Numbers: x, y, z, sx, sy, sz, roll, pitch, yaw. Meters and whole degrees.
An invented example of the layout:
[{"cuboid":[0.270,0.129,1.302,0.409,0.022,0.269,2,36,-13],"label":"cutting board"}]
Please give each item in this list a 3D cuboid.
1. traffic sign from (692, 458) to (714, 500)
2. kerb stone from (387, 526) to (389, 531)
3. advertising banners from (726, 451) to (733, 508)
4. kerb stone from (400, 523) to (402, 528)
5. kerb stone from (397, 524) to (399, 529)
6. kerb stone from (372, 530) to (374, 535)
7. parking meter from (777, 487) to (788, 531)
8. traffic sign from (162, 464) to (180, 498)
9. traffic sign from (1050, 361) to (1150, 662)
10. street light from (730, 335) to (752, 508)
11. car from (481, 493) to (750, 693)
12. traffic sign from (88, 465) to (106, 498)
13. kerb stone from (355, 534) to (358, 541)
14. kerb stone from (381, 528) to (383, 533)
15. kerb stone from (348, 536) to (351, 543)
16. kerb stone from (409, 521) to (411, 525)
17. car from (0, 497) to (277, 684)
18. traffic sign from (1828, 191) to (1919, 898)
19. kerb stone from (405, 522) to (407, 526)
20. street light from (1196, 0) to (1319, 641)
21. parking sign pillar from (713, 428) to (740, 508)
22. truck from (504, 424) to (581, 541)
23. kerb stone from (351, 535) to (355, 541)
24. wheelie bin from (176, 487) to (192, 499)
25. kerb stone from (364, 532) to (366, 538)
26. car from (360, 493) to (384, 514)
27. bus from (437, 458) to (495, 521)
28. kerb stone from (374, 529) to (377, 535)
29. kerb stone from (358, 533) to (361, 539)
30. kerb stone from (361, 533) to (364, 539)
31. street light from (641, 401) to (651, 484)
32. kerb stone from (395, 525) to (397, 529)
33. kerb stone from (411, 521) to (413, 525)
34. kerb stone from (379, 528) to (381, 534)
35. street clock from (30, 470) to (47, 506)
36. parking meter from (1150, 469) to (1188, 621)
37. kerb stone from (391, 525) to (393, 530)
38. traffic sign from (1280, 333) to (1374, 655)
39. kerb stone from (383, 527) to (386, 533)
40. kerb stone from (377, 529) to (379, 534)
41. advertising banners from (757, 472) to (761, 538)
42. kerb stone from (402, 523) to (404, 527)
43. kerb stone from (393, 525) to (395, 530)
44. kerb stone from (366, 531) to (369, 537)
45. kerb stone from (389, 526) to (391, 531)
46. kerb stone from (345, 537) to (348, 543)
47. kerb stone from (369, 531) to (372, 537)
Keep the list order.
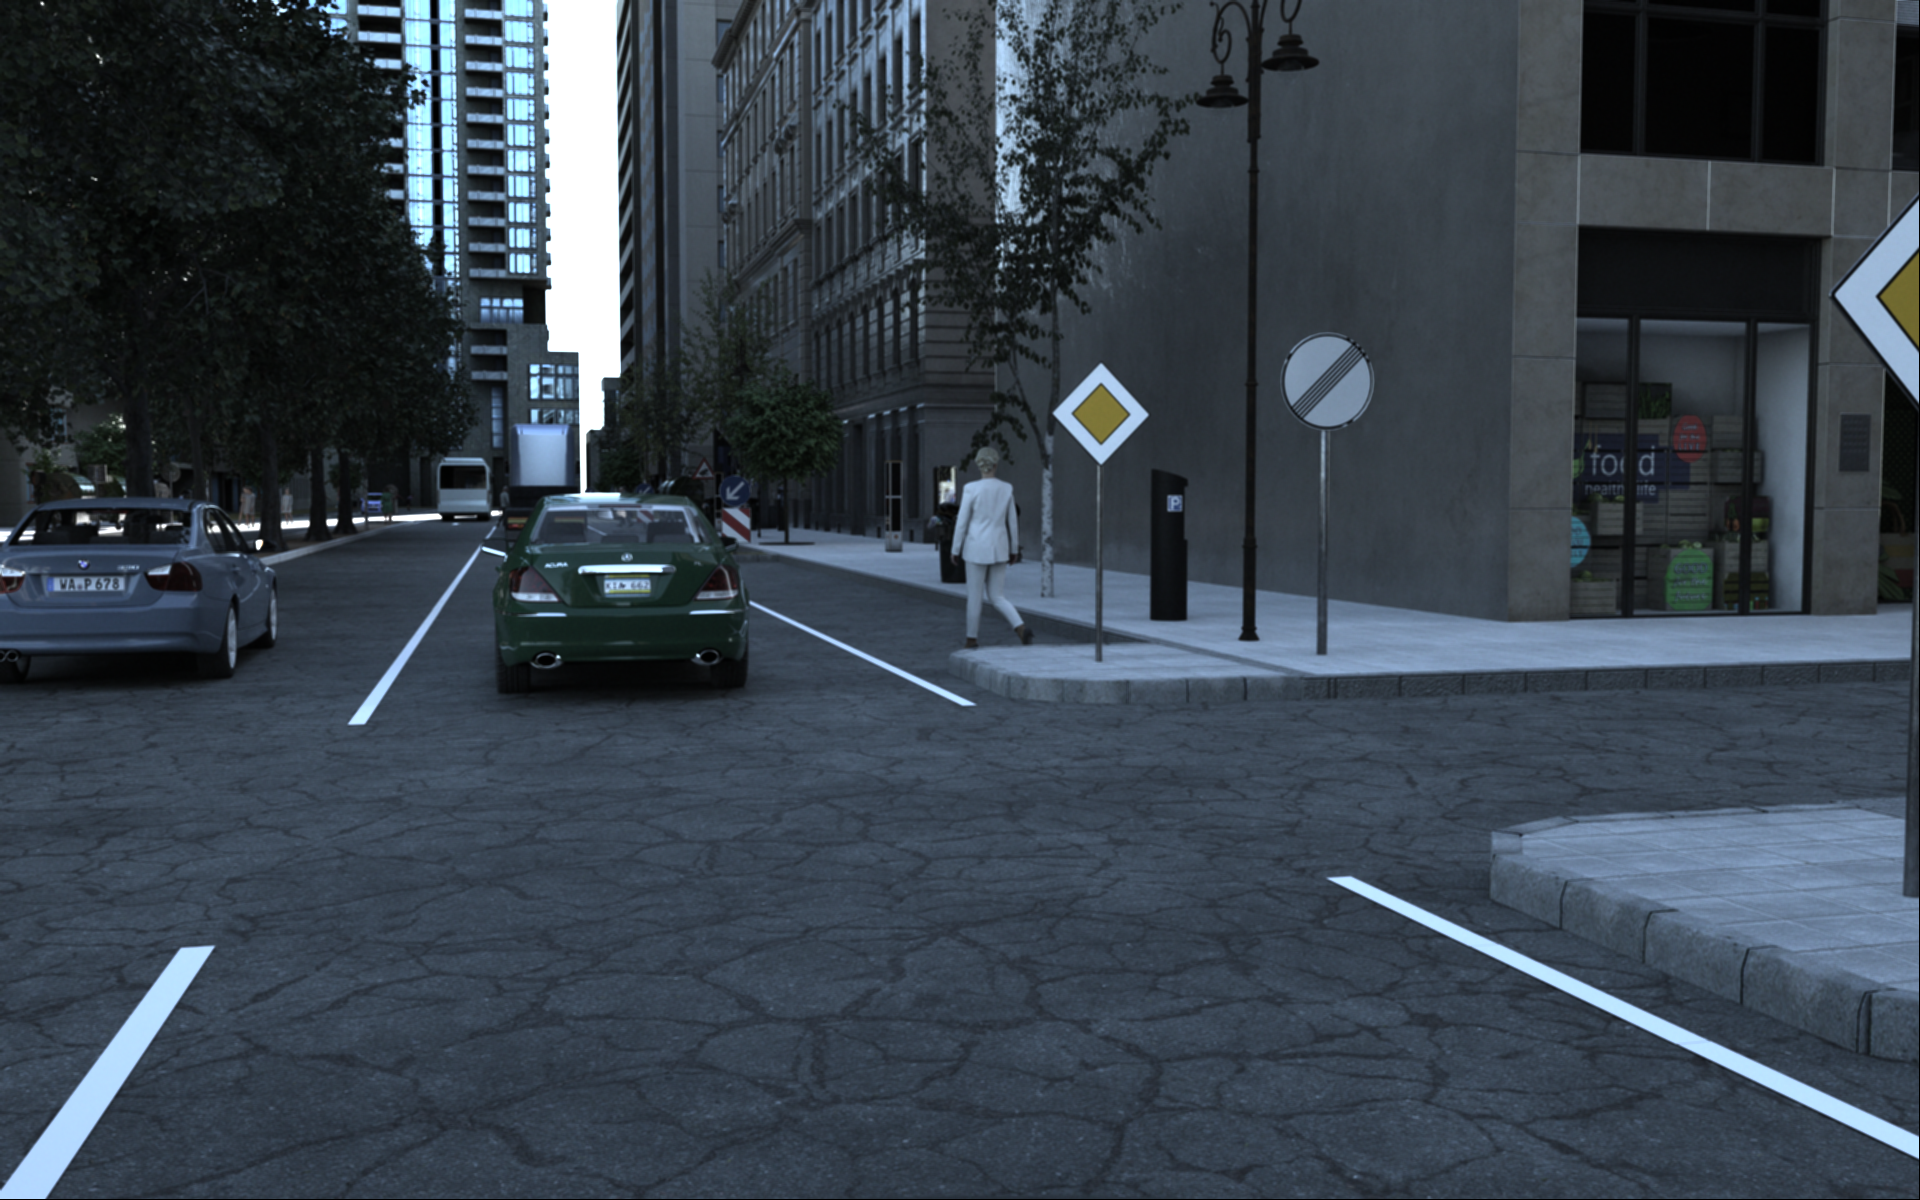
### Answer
[{"cuboid":[-9.117,-3.780,61.811,0.884,2.594,0.081,-1,4,-12],"label":"traffic sign"},{"cuboid":[-21.832,-2.659,65.679,0.120,0.150,1.000,-1,4,-14],"label":"kerb stone"},{"cuboid":[-8.813,-4.296,66.421,0.090,3.025,2.074,0,4,-1],"label":"advertising banners"},{"cuboid":[-23.604,-3.081,72.643,0.120,0.150,1.000,-1,4,-14],"label":"kerb stone"},{"cuboid":[-23.103,-2.963,70.660,0.120,0.150,1.000,-1,4,-14],"label":"kerb stone"},{"cuboid":[-20.054,-2.235,58.736,0.120,0.150,1.000,-1,4,-14],"label":"kerb stone"},{"cuboid":[-6.169,-3.176,60.336,0.372,1.533,0.369,0,3,0],"label":"parking meter"},{"cuboid":[-33.232,-4.455,72.951,0.768,2.556,0.104,-1,4,-8],"label":"traffic sign"},{"cuboid":[1.061,-0.585,13.202,0.795,2.450,0.064,-1,4,-14],"label":"traffic sign"},{"cuboid":[-6.383,-4.760,50.607,0.468,5.910,1.993,-1,4,-14],"label":"street light"},{"cuboid":[-2.799,-0.137,14.043,2.131,1.459,4.920,-1,4,-13],"label":"car"},{"cuboid":[-30.219,-3.581,60.673,0.606,2.300,0.079,0,4,-7],"label":"traffic sign"},{"cuboid":[-18.532,-1.870,52.764,0.120,0.150,1.000,-1,4,-14],"label":"kerb stone"},{"cuboid":[-21.074,-2.478,62.707,0.120,0.150,1.000,-1,4,-14],"label":"kerb stone"},{"cuboid":[-18.031,-1.748,50.781,0.120,0.150,1.000,-1,4,-14],"label":"kerb stone"},{"cuboid":[-25.130,-3.451,78.615,0.120,0.150,1.000,-1,4,-14],"label":"kerb stone"},{"cuboid":[-6.849,-0.153,14.509,2.014,1.417,4.499,-1,4,-15],"label":"car"},{"cuboid":[3.035,-0.111,5.464,0.795,2.450,0.064,-1,4,-14],"label":"traffic sign"},{"cuboid":[-24.371,-3.265,75.628,0.120,0.150,1.000,-1,4,-14],"label":"kerb stone"},{"cuboid":[2.536,-2.583,15.024,0.468,5.910,1.993,-1,4,-14],"label":"street light"},{"cuboid":[-9.561,-5.051,71.055,1.447,3.967,1.447,2,4,28],"label":"parking sign pillar"},{"cuboid":[-14.704,-4.369,61.199,2.967,4.110,18.799,-1,4,-14],"label":"truck"},{"cuboid":[-18.277,-1.809,51.773,0.120,0.150,1.000,-1,4,-14],"label":"kerb stone"},{"cuboid":[-34.733,-4.260,77.564,0.693,1.594,0.980,-2,4,-26],"label":"wheelie bin"},{"cuboid":[-19.294,-2.052,55.739,0.120,0.150,1.000,-1,4,-14],"label":"kerb stone"},{"cuboid":[-41.581,-6.942,123.087,1.945,1.707,3.694,-1,4,-15],"label":"car"},{"cuboid":[-27.056,-6.124,94.984,2.948,3.499,13.247,-1,4,-14],"label":"bus"},{"cuboid":[-20.309,-2.296,59.734,0.120,0.150,1.000,-1,4,-14],"label":"kerb stone"},{"cuboid":[-18.787,-1.930,53.758,0.120,0.150,1.000,-1,4,-14],"label":"kerb stone"},{"cuboid":[-19.036,-1.991,54.750,0.120,0.150,1.000,-1,4,-14],"label":"kerb stone"},{"cuboid":[-15.552,-6.932,86.127,0.468,5.910,1.993,-1,4,-14],"label":"street light"},{"cuboid":[-22.847,-2.894,69.661,0.120,0.150,1.000,-1,4,-14],"label":"kerb stone"},{"cuboid":[-25.377,-3.511,79.618,0.120,0.150,1.000,-1,4,-14],"label":"kerb stone"},{"cuboid":[-20.818,-2.417,61.717,0.120,0.150,1.000,-1,4,-14],"label":"kerb stone"},{"cuboid":[-28.074,-2.950,52.800,0.471,2.002,0.358,2,4,28],"label":"street clock"},{"cuboid":[2.128,-0.564,17.630,0.372,1.533,0.369,0,3,0],"label":"parking meter"},{"cuboid":[-22.332,-2.781,67.663,0.120,0.150,1.000,-1,4,-14],"label":"kerb stone"},{"cuboid":[2.895,-0.836,13.777,0.768,2.556,0.104,-1,4,-9],"label":"traffic sign"},{"cuboid":[-21.322,-2.535,63.699,0.120,0.150,1.000,-1,4,-14],"label":"kerb stone"},{"cuboid":[-20.565,-2.357,60.726,0.120,0.150,1.000,-1,4,-14],"label":"kerb stone"},{"cuboid":[-5.982,-3.391,51.631,0.090,3.025,2.074,0,4,-5],"label":"advertising banners"},{"cuboid":[-23.856,-3.146,73.634,0.120,0.150,1.000,-1,4,-14],"label":"kerb stone"},{"cuboid":[-22.595,-2.842,68.658,0.120,0.150,1.000,-1,4,-14],"label":"kerb stone"},{"cuboid":[-19.551,-2.112,56.742,0.120,0.150,1.000,-1,4,-14],"label":"kerb stone"},{"cuboid":[-22.084,-2.720,66.671,0.120,0.150,1.000,-1,4,-14],"label":"kerb stone"},{"cuboid":[-17.773,-1.688,49.791,0.120,0.150,1.000,-1,4,-14],"label":"kerb stone"},{"cuboid":[-19.806,-2.174,57.743,0.120,0.150,1.000,-1,4,-14],"label":"kerb stone"}]
